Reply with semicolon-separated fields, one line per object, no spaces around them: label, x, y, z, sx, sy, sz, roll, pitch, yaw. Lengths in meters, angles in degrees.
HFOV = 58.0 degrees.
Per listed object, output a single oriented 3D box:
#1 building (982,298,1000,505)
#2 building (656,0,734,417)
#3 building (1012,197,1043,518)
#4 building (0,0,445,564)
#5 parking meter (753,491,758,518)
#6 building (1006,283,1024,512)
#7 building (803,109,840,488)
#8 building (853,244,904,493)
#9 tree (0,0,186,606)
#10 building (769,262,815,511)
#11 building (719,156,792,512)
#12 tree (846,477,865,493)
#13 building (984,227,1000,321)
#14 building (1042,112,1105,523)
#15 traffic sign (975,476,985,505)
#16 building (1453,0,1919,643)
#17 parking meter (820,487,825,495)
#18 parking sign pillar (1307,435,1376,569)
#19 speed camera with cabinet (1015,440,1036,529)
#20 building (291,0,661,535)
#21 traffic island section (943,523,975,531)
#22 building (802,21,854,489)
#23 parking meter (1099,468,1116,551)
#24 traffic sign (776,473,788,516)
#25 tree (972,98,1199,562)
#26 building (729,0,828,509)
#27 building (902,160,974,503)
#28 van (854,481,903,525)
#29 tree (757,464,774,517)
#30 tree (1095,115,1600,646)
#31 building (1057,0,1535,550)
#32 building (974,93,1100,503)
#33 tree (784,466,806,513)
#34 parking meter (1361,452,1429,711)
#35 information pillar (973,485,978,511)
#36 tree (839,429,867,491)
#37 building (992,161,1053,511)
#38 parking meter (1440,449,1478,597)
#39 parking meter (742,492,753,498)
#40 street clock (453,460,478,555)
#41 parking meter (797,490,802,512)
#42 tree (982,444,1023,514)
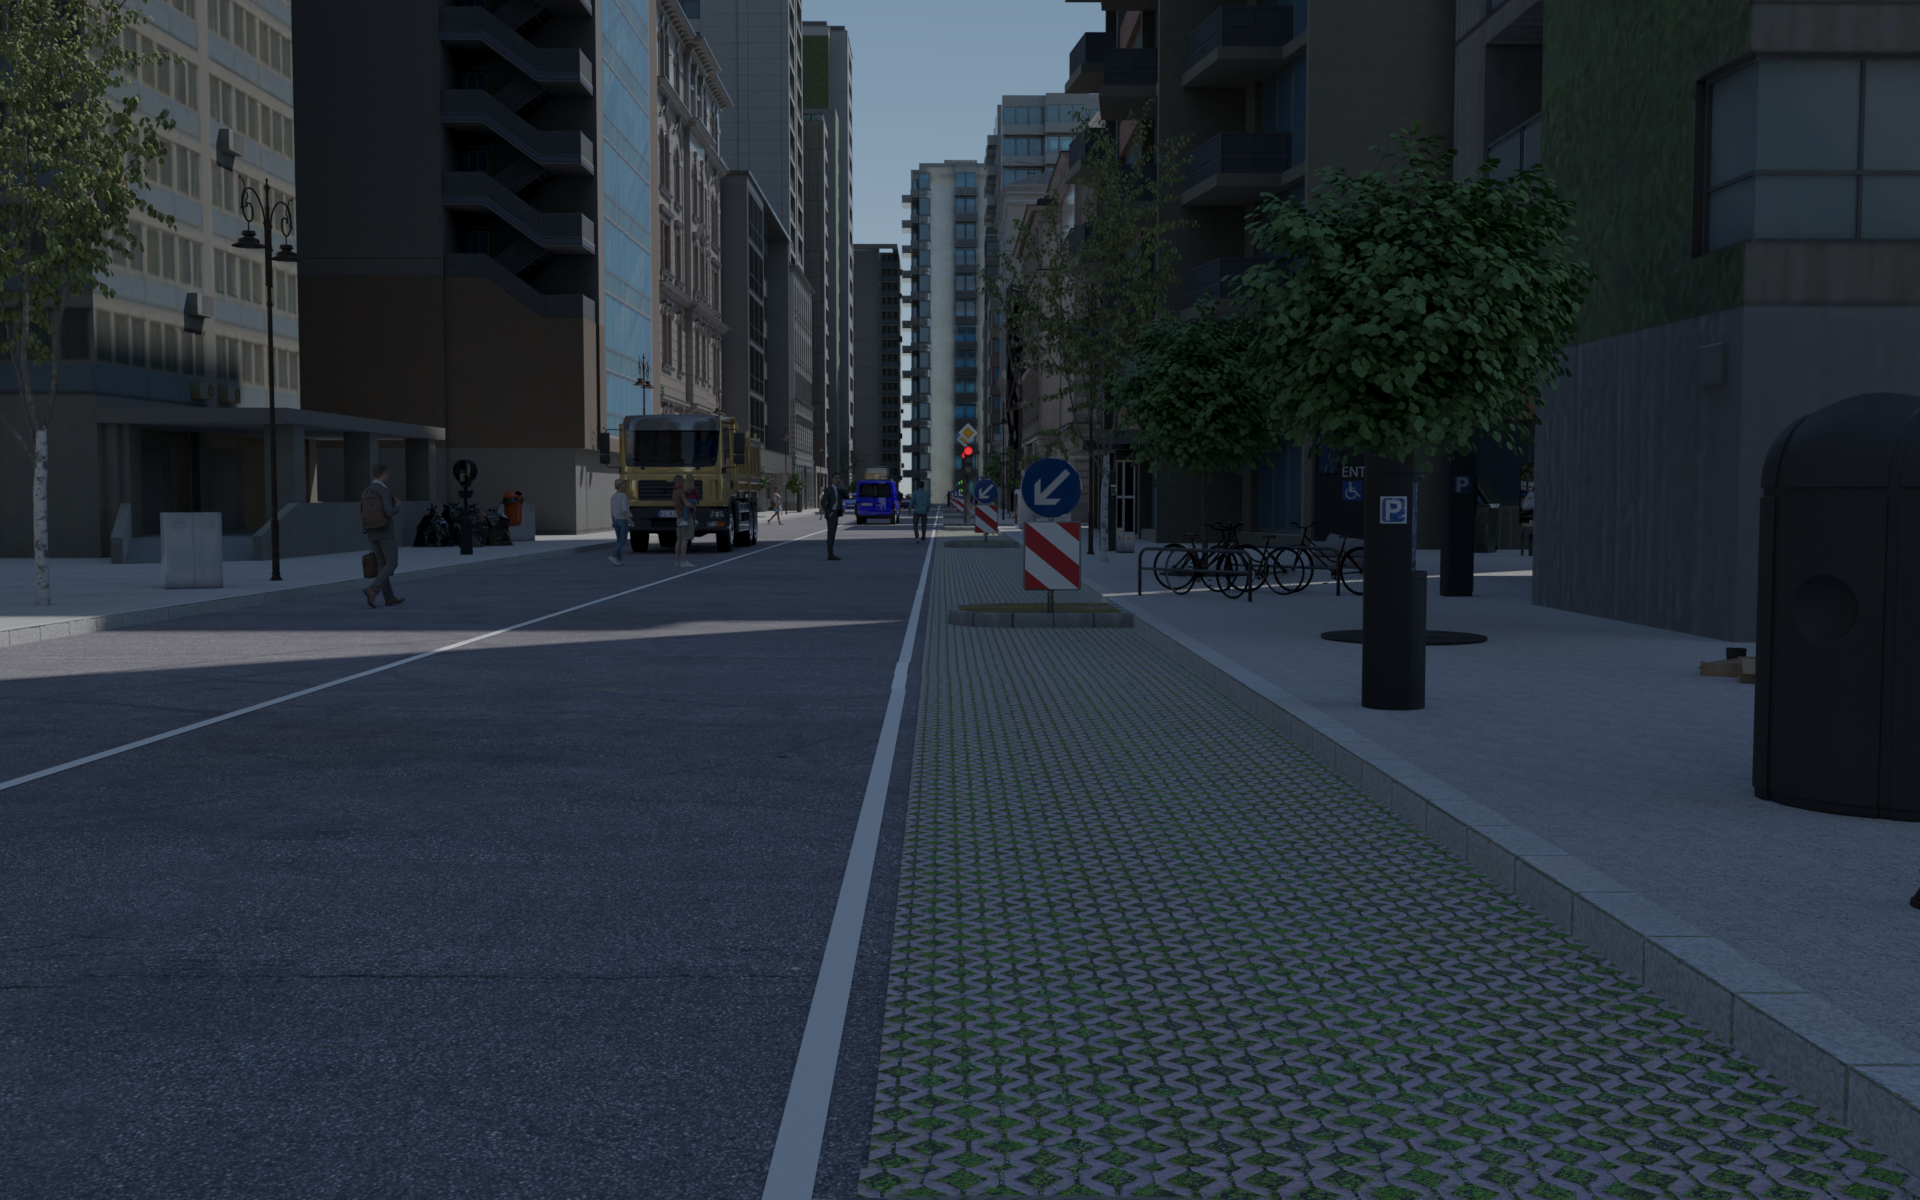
building;16.299;-19.698;167.107;27.650;21.520;28.899;0;4;-1
building;-19.715;-18.390;88.069;14.401;28.519;23.554;0;4;-1
building;8.665;-14.383;99.790;10.561;19.102;19.286;0;4;-1
building;-29.577;-21.218;38.793;32.217;40.220;23.993;0;4;-1
parking meter;-10.735;-5.006;90.251;0.372;1.533;0.369;0;3;0
building;11.645;-15.656;123.431;16.820;18.784;16.811;0;4;-1
building;-19.867;-30.269;178.495;14.154;41.232;14.086;0;4;-1
building;-20.307;-34.205;251.139;23.993;40.220;32.217;0;4;-1
tree;-10.766;-4.251;19.866;4.737;8.622;4.395;0;3;0
building;-17.192;-17.777;139.808;9.793;20.994;18.267;0;4;-1
building;-19.606;-18.126;115.431;14.314;24.678;30.058;0;4;-1
tree;-12.037;-12.302;195.738;1.663;3.219;1.824;0;3;0
building;9.626;-25.513;188.842;14.160;30.474;14.107;0;4;-1
building;13.972;-13.264;81.487;19.286;19.102;10.561;0;4;-1
traffic sign;1.449;-7.536;123.324;0.768;2.556;0.104;0;4;6
building;13.628;-20.611;20.593;14.154;41.232;14.086;0;4;-1
parking meter;-10.932;-8.081;137.840;0.255;1.863;0.399;1;4;14
parking sign pillar;6.846;-2.561;30.338;1.447;3.967;1.447;0;4;4
speed camera with cabinet;2.459;-4.275;64.238;0.660;3.252;2.038;0;4;-8
building;-18.751;-25.054;59.741;14.200;45.320;14.600;0;4;-1
traffic island section;0.344;-2.828;68.512;2.009;0.180;2.903;0;4;-1
building;-27.531;-41.170;215.132;28.212;58.520;21.231;0;4;-1
parking meter;3.343;-2.029;38.891;0.255;1.863;0.399;-2;4;-35
traffic sign;-10.570;-6.275;102.704;0.768;2.556;0.104;0;4;8
tree;2.607;-5.028;32.576;4.737;8.622;4.395;0;3;0
building;-22.923;-44.158;160.233;20.563;71.187;20.611;0;4;-1
building;7.035;-38.403;247.495;30.456;49.044;23.786;0;4;-1
van;-3.915;-4.807;82.981;2.240;2.365;5.245;0;4;1
tree;-11.324;-6.165;95.398;1.663;3.219;1.824;0;3;0
tree;3.862;-1.923;15.161;4.285;4.588;4.351;0;3;0
building;14.642;-24.316;52.186;22.147;44.769;28.867;0;4;-1
building;14.185;-36.144;210.563;23.786;49.044;30.456;0;4;-1
tree;-11.334;-7.641;119.533;1.663;3.219;1.824;0;3;0
parking meter;2.611;-0.121;10.396;0.372;1.533;0.369;0;3;0
information pillar;1.187;-7.884;133.393;0.304;2.012;0.304;-2;4;-23
tree;-12.459;-14.712;190.904;4.360;8.622;3.978;0;3;0
building;9.720;-21.751;141.538;13.634;28.700;20.117;0;4;-1
parking meter;6.257;-0.979;21.725;0.399;1.863;0.255;0;4;-5
parking meter;-10.491;-4.685;85.014;0.372;1.533;0.369;0;3;0
street clock;-10.437;-1.958;36.578;0.471;2.002;0.358;1;4;22
parking meter;-11.527;-7.255;124.333;0.255;1.863;0.399;2;4;35
tree;3.097;-7.921;113.225;4.285;4.588;4.351;0;3;0
